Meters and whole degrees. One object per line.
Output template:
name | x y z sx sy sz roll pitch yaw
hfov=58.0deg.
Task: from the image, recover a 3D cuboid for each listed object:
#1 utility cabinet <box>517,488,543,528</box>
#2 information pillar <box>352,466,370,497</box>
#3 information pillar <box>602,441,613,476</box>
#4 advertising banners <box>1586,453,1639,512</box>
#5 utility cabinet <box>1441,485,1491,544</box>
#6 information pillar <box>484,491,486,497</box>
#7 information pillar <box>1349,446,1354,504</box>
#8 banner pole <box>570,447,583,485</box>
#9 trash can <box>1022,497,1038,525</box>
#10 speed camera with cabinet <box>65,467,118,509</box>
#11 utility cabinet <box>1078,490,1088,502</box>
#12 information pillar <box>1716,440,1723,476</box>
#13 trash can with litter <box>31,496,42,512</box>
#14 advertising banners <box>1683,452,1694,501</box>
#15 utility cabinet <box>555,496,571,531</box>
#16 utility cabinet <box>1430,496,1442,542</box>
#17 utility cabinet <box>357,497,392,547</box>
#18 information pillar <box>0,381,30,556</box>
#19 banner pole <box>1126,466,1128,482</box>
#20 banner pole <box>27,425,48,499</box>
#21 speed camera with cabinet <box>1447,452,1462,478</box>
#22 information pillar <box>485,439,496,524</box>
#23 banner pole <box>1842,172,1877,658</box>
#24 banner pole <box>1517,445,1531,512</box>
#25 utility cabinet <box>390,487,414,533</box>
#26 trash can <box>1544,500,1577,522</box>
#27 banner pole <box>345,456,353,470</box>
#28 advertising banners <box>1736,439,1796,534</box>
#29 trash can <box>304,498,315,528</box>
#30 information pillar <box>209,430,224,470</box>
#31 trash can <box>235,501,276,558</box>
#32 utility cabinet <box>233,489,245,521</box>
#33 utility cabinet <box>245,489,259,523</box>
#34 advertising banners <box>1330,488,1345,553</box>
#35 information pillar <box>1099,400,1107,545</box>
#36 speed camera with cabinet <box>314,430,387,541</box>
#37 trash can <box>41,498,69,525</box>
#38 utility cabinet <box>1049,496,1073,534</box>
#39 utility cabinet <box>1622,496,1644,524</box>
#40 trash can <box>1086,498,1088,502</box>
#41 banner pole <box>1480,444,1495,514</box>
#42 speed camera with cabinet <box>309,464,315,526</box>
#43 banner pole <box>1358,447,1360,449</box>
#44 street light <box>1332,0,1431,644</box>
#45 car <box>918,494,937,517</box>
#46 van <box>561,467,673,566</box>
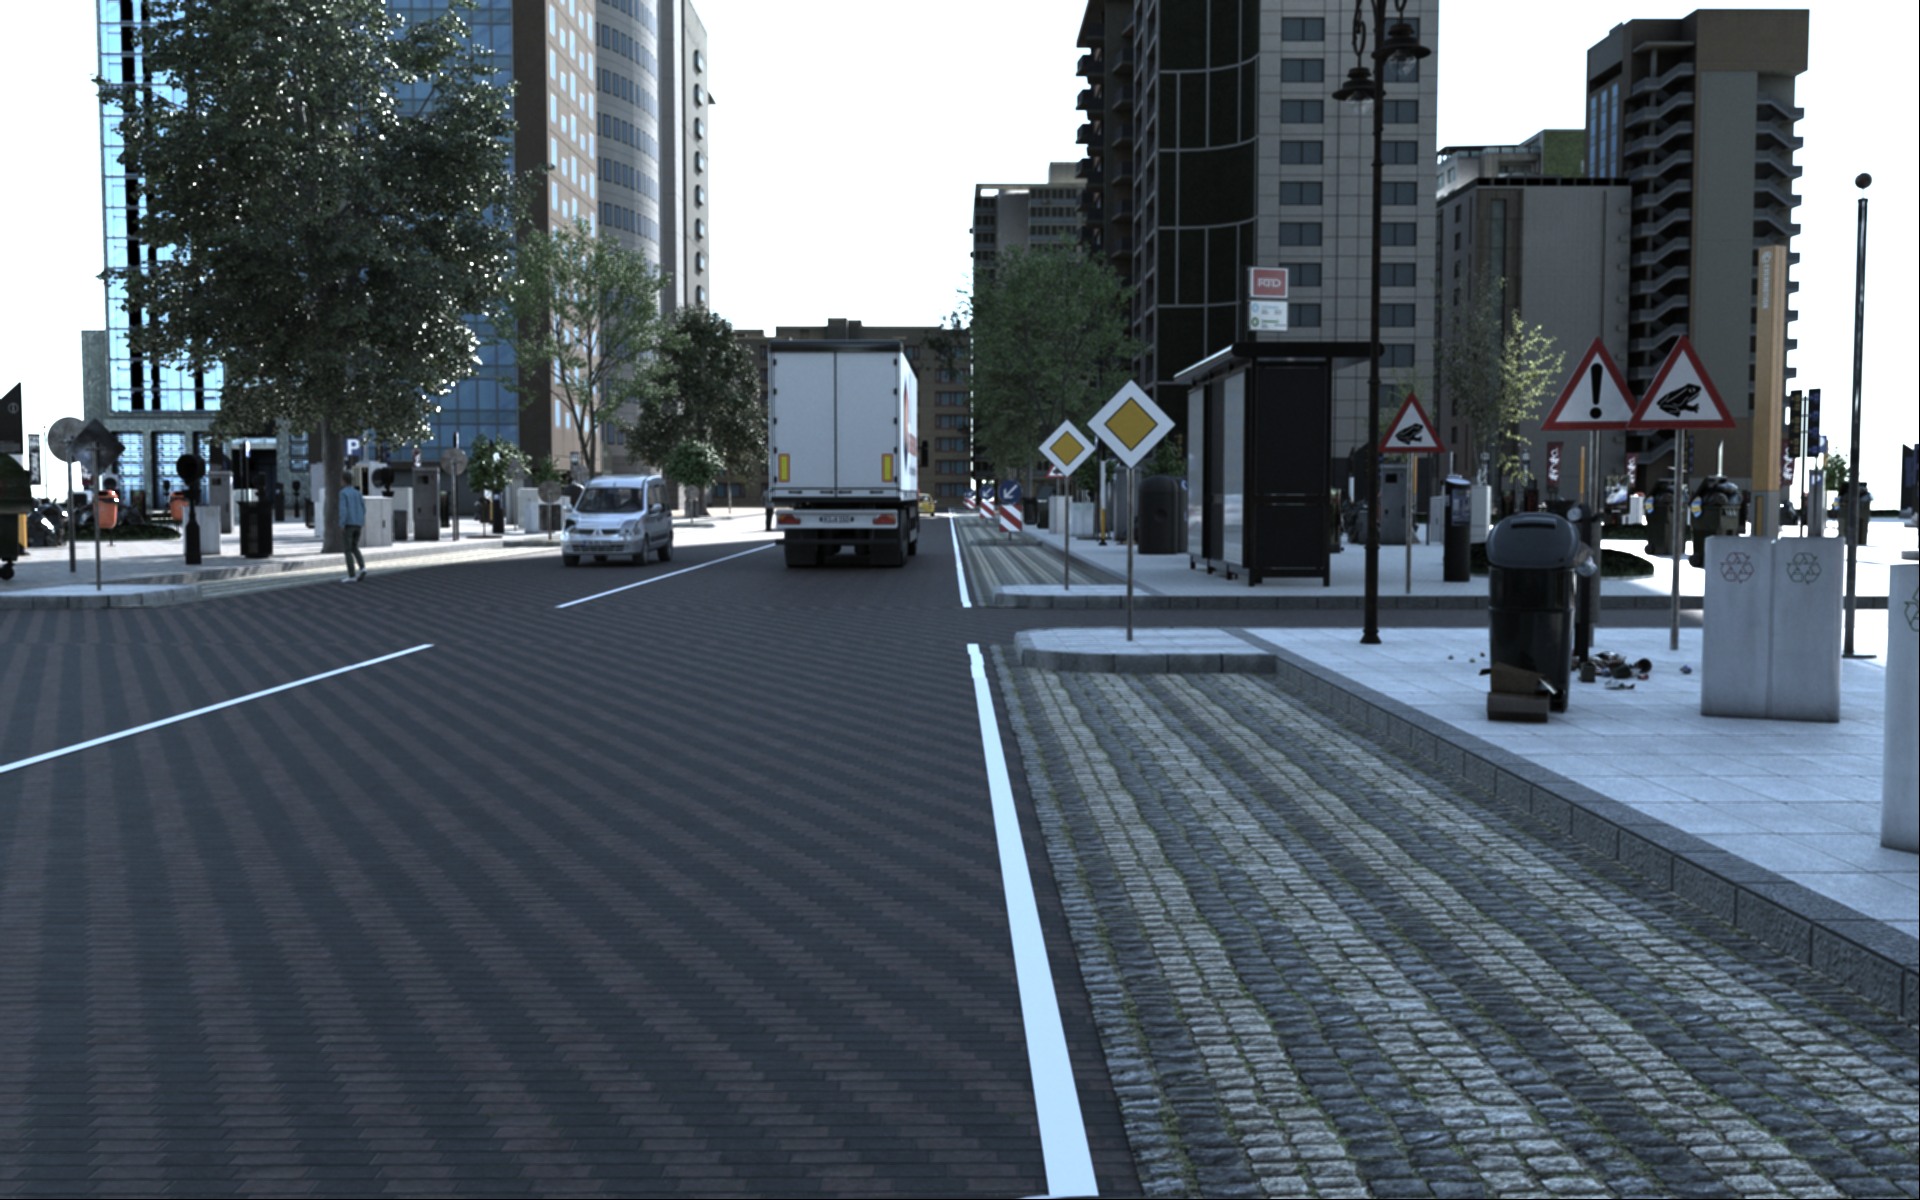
utility cabinet | -15.933 -3.398 64.243 1.173 1.500 0.318 3 4 37
information pillar | -15.631 -2.491 45.221 0.304 2.012 0.304 2 4 25
information pillar | -15.687 -5.238 76.999 0.504 3.616 0.183 -3 5 -40
advertising banners | 27.623 -4.719 73.351 2.074 3.025 0.090 1 4 15
utility cabinet | 12.760 -2.140 43.673 1.173 1.500 0.318 3 4 37
information pillar | -21.944 -5.449 80.443 0.183 3.616 0.504 2 4 27
information pillar | 19.309 -5.753 85.419 0.183 3.616 0.504 0 4 -6
banner pole | -20.013 -6.161 90.745 0.863 3.779 0.401 -2 4 -34
trash can | 2.971 -3.726 72.568 0.748 1.137 0.748 0 3 0
speed camera with cabinet | -37.992 -4.982 75.788 2.038 3.252 0.660 -2 4 -35
utility cabinet | 7.075 -5.352 96.177 1.173 1.500 0.318 3 5 44
information pillar | 32.678 -5.090 74.579 0.183 3.616 0.504 3 5 40
trash can with litter | -31.040 -2.919 58.786 1.678 1.210 2.233 0 4 -2
advertising banners | 30.186 -4.633 71.930 0.090 3.025 2.074 1 4 9
utility cabinet | -14.050 -3.046 60.960 0.306 1.237 1.020 -3 4 -38
utility cabinet | 12.969 -2.179 46.793 0.306 1.237 1.020 0 4 -1
utility cabinet | -14.235 -1.892 42.089 0.306 1.237 1.020 1 4 20
information pillar | -19.736 -2.736 36.092 0.504 3.616 0.183 0 4 1
banner pole | 4.493 -3.417 45.884 0.401 3.779 0.863 1 4 18
banner pole | -33.452 -4.461 62.954 0.401 3.779 0.863 3 4 36
speed camera with cabinet | 22.879 -5.262 80.362 0.660 3.252 2.038 2 4 23
information pillar | -20.008 -5.066 74.187 0.183 3.616 0.504 0 4 6
banner pole | 6.926 -1.429 13.382 0.401 3.779 0.863 2 4 27
banner pole | 28.481 -5.973 87.677 0.401 3.779 0.863 -3 5 -39
utility cabinet | -18.336 -2.904 56.165 1.173 1.500 0.318 1 4 13
trash can | 14.369 -1.826 41.505 0.748 1.137 0.748 0 3 0
banner pole | -31.833 -6.120 90.077 0.863 3.779 0.401 -2 4 -23
advertising banners | 25.752 -3.628 55.512 2.074 3.025 0.090 3 5 43
trash can | -24.203 -3.256 64.893 0.748 1.137 0.748 0 3 0
information pillar | -26.808 -4.352 62.518 0.504 3.616 0.183 0 4 3
trash can | -14.088 -1.408 34.668 0.748 1.137 0.748 0 3 0
utility cabinet | -33.075 -4.355 79.880 1.173 1.500 0.318 3 4 38
utility cabinet | -29.420 -3.880 72.114 0.318 1.500 1.173 -2 4 -29
advertising banners | 7.533 -2.501 37.087 2.074 3.025 0.090 -3 4 -38
information pillar | 3.580 -3.182 43.378 0.183 3.616 0.504 0 4 0
speed camera with cabinet | -16.782 -3.279 47.952 0.660 3.252 2.038 2 4 25
trash can | -26.228 -2.369 50.385 0.748 1.137 0.748 0 3 0
utility cabinet | 3.223 -2.714 55.535 0.306 1.237 1.020 2 4 35
utility cabinet | 24.200 -3.146 62.595 0.306 1.237 1.020 -2 4 -27
trash can | 5.077 -3.268 65.078 0.748 1.137 0.748 0 3 0
banner pole | 26.510 -5.930 86.977 0.863 3.779 0.401 1 4 19
speed camera with cabinet | -18.763 -3.468 51.030 0.660 3.252 2.038 -1 4 -15
banner pole | 21.523 -6.281 92.705 0.863 3.779 0.401 -2 4 -25
street light | 3.534 -2.565 14.726 0.468 5.910 1.993 0 4 0
car | -2.469 -6.086 109.724 2.015 1.641 3.980 0 4 0
van | -7.059 -1.765 35.863 2.013 2.044 4.112 0 4 1
